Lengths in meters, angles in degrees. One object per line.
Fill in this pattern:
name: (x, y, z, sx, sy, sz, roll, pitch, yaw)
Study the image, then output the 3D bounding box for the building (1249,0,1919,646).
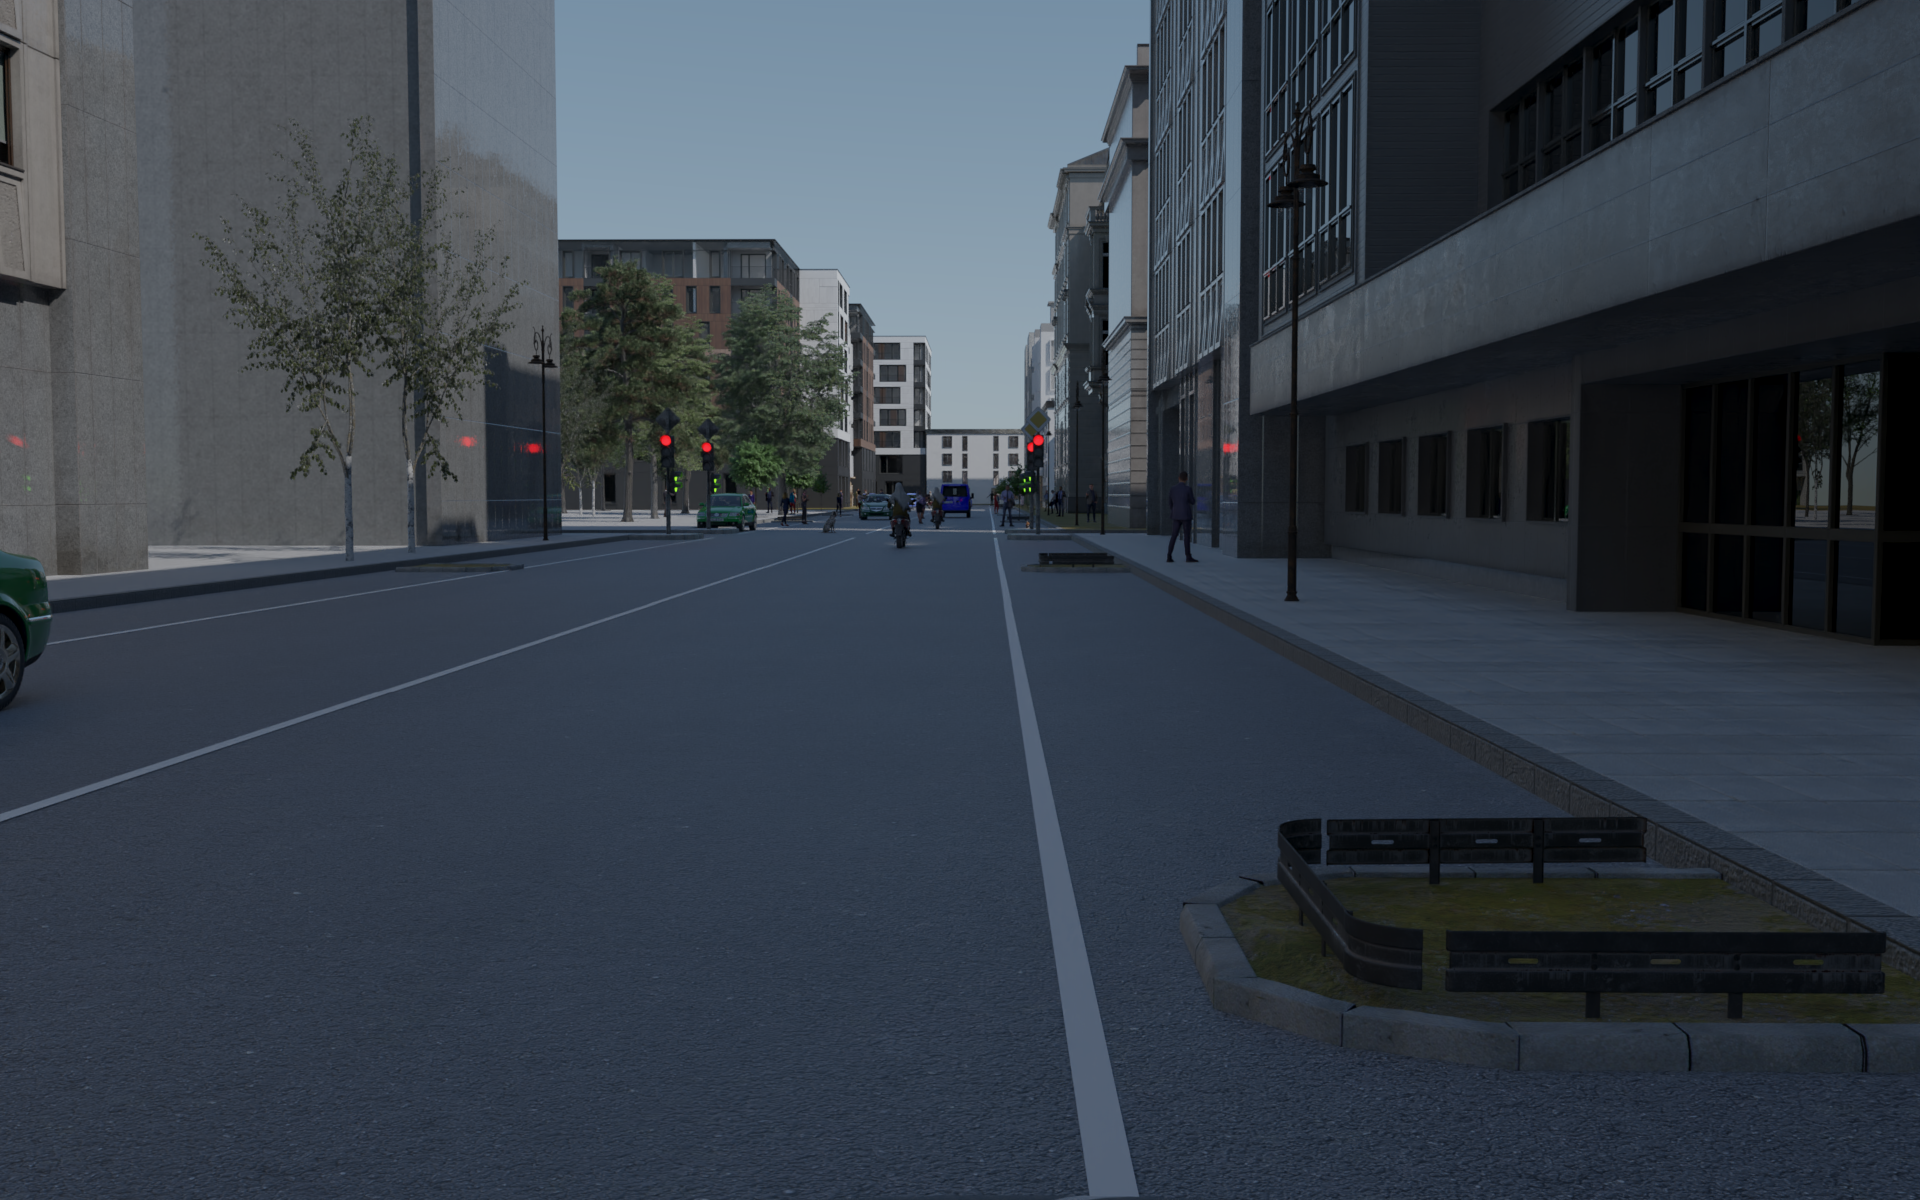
building: (12.468, -12.208, 18.667, 14.314, 24.678, 30.058, 0, 4, 1)

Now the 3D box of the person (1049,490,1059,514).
person: (6.039, -6.314, 111.490, 0.590, 1.554, 0.614, 1, 4, 20)

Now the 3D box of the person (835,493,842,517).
person: (-7.639, -5.974, 108.716, 0.613, 1.512, 0.480, 2, 4, 32)

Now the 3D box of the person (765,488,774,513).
person: (-12.867, -6.728, 116.864, 0.655, 1.722, 0.431, 1, 4, 21)

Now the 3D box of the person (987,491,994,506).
person: (3.928, -12.560, 213.874, 1.348, 1.821, 0.705, -2, 4, -25)

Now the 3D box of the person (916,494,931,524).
person: (-1.798, -4.392, 83.541, 0.697, 1.427, 0.421, 2, 4, 26)

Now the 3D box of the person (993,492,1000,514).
person: (2.632, -6.963, 124.049, 0.444, 1.614, 0.593, 0, 4, -3)

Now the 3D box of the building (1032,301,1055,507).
building: (15.331, -19.507, 175.353, 16.016, 20.091, 11.380, 0, 4, 1)

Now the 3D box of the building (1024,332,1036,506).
building: (16.035, -20.254, 197.602, 16.747, 18.905, 31.486, 0, 4, 1)

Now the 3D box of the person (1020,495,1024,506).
person: (6.487, -10.676, 181.256, 0.551, 1.740, 0.621, 2, 4, 30)

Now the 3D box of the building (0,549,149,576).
building: (-19.986, -12.288, 18.935, 12.078, 24.808, 19.932, 0, 4, 1)

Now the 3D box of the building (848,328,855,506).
building: (-18.898, -19.629, 177.346, 16.016, 20.091, 11.380, 0, 4, 1)

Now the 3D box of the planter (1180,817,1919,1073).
planter: (1.707, 0.970, 5.283, 1.991, 0.319, 1.994, 0, 4, 1)

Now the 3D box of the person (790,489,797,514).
person: (-10.557, -6.206, 109.211, 0.444, 1.614, 0.593, -1, 4, -17)

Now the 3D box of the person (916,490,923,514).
person: (-2.940, -7.038, 124.246, 0.621, 1.740, 0.551, 3, 4, 39)

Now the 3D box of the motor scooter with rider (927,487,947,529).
motor scooter with rider: (-0.895, -3.798, 71.062, 0.876, 1.779, 1.986, 0, 4, 0)

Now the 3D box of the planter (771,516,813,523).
planter: (-8.492, -4.089, 87.991, 1.991, 0.319, 1.994, 0, 4, 1)

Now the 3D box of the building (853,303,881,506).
building: (-26.679, -21.760, 199.758, 32.646, 21.610, 27.936, 0, 4, 1)

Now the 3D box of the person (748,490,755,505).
person: (-13.645, -6.413, 113.272, 0.453, 1.535, 0.546, -1, 4, -20)

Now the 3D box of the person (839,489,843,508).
person: (-10.644, -9.036, 154.693, 0.530, 1.710, 0.541, -2, 4, -24)

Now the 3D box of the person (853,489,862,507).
person: (-9.808, -9.819, 166.671, 1.348, 1.812, 0.705, -3, 5, -41)

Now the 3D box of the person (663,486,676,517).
person: (-16.045, -5.440, 95.787, 0.742, 1.727, 0.445, -1, 4, -12)

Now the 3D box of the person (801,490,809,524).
person: (-7.338, -4.427, 82.348, 0.593, 1.643, 0.415, 3, 5, 41)

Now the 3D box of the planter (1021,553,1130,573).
planter: (2.139, -0.700, 32.589, 1.991, 0.319, 1.994, 0, 4, 1)

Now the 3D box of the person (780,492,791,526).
person: (-7.789, -4.040, 77.101, 0.480, 1.512, 0.613, 1, 4, 8)

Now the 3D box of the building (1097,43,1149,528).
building: (17.951, -13.928, 69.531, 24.055, 21.916, 13.314, 0, 4, 1)

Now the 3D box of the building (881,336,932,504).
building: (-20.514, -24.070, 237.513, 32.646, 21.610, 27.936, 0, 4, 1)

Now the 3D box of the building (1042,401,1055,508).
building: (12.295, -13.060, 155.671, 9.099, 9.664, 28.070, 0, 4, 1)

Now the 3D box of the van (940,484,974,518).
van: (-0.276, -6.217, 106.033, 2.240, 2.365, 5.245, 0, 4, 1)

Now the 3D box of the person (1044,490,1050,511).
person: (6.398, -7.306, 127.556, 0.319, 1.574, 0.516, -3, 5, -41)

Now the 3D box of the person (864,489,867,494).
person: (-9.377, -10.000, 170.073, 0.750, 1.759, 0.617, 3, 5, 39)

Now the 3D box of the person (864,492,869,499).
person: (-6.379, -6.620, 119.001, 0.388, 1.546, 0.482, 3, 5, 40)

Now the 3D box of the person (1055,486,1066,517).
person: (5.674, -5.577, 98.041, 0.655, 1.722, 0.431, 3, 5, 43)

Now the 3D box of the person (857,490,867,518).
person: (-5.749, -5.617, 101.793, 0.566, 1.644, 0.517, 1, 4, 12)

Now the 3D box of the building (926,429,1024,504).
building: (9.680, -17.444, 227.361, 28.070, 9.664, 9.099, 0, 4, 1)

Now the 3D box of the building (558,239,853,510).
building: (-25.058, -19.041, 155.287, 27.936, 21.610, 32.646, 0, 4, 1)

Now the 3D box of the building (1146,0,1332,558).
building: (11.692, -13.798, 43.627, 12.078, 24.808, 19.932, 0, 4, 1)

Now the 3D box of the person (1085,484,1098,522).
person: (5.969, -4.393, 78.397, 0.617, 1.759, 0.750, 0, 4, 0)

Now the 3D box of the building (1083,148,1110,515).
building: (14.142, -16.898, 95.370, 14.460, 24.649, 34.723, 0, 4, 1)

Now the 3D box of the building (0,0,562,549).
building: (-22.587, -14.069, 48.058, 19.932, 24.808, 12.078, 0, 4, 1)

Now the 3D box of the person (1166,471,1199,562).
person: (4.172, -1.562, 32.499, 0.530, 1.710, 0.541, -3, 5, -42)

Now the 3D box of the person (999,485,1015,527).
person: (2.086, -4.138, 76.018, 0.709, 1.838, 0.599, 0, 4, -5)

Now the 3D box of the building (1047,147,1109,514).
building: (12.933, -20.055, 125.169, 12.463, 27.353, 25.104, 0, 4, 1)

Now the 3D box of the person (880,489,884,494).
person: (-5.516, -6.739, 119.129, 0.568, 1.767, 0.683, 2, 4, 35)
